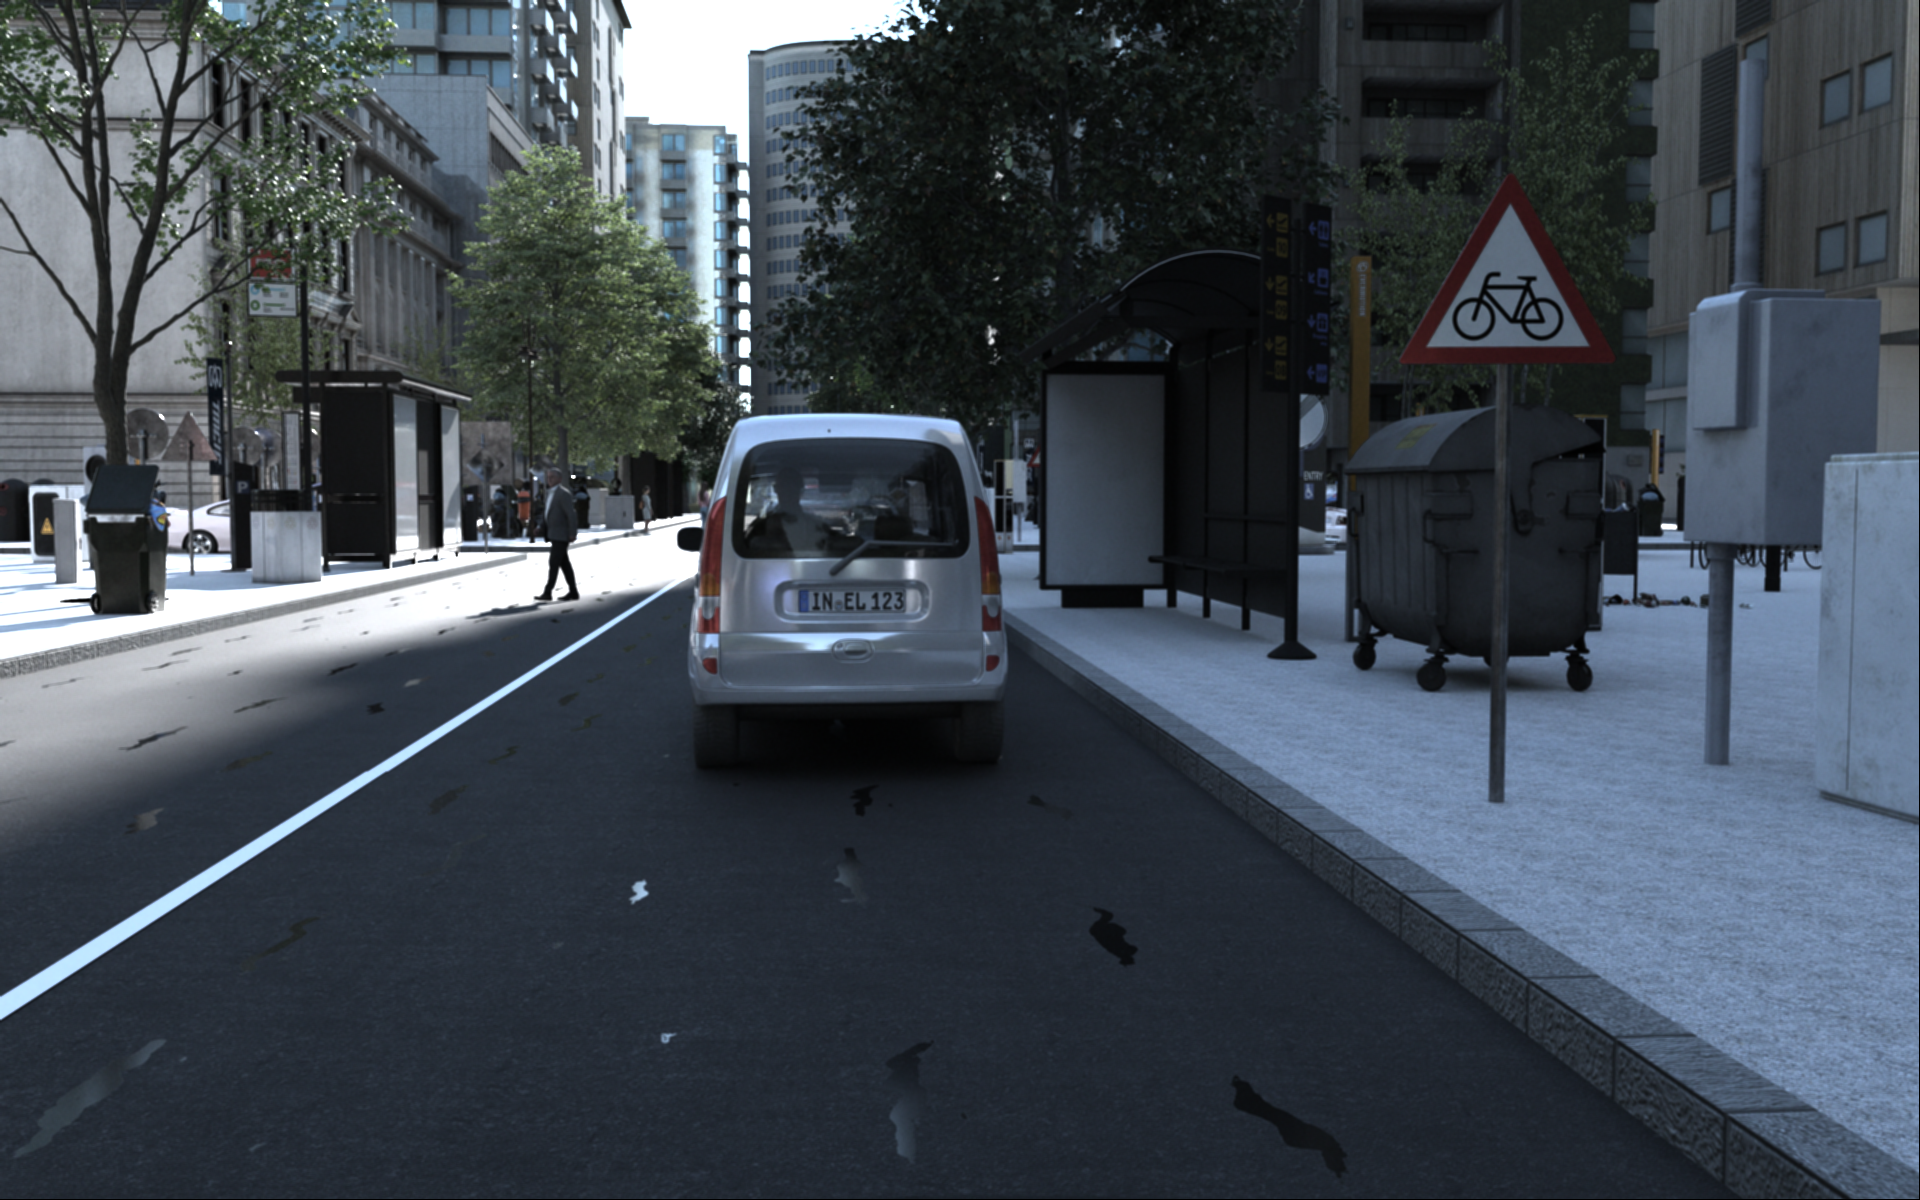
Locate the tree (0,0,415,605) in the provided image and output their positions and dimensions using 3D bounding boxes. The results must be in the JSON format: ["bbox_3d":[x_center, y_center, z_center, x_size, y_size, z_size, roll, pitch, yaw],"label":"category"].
[{"bbox_3d":[-9.900,-5.773,20.139,9.928,11.665,9.643,0,3,0],"label":"tree"}]

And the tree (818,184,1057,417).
[{"bbox_3d":[-0.384,-7.904,54.991,9.928,11.665,9.643,0,3,0],"label":"tree"}]

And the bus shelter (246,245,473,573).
[{"bbox_3d":[-10.634,-3.251,30.792,2.179,5.291,8.768,0,4,-5],"label":"bus shelter"}]

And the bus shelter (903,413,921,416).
[{"bbox_3d":[-2.801,-6.482,83.611,2.179,5.291,8.768,0,4,-5],"label":"bus shelter"}]

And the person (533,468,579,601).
[{"bbox_3d":[-5.449,-0.875,23.197,0.661,1.777,0.834,3,5,40],"label":"person"}]

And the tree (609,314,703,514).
[{"bbox_3d":[-17.691,-11.835,110.512,9.611,12.733,9.660,0,3,0],"label":"tree"}]

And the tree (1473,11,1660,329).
[{"bbox_3d":[8.997,-4.706,27.307,4.737,8.622,4.395,0,3,0],"label":"tree"}]

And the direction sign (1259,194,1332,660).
[{"bbox_3d":[2.600,-1.313,13.464,0.876,3.537,0.379,-3,5,-43],"label":"direction sign"}]

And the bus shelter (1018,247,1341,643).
[{"bbox_3d":[1.895,-1.411,17.002,2.014,3.302,5.546,0,4,-5],"label":"bus shelter"}]

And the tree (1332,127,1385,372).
[{"bbox_3d":[8.903,-5.059,33.085,4.737,8.622,4.395,0,3,0],"label":"tree"}]

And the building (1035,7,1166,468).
[{"bbox_3d":[17.257,-29.738,105.823,23.786,49.044,30.456,0,4,-5],"label":"building"}]

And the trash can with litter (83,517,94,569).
[{"bbox_3d":[-14.383,-1.112,29.571,1.055,1.170,0.624,1,4,9],"label":"trash can with litter"}]

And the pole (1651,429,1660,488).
[{"bbox_3d":[21.908,-3.716,54.601,0.158,3.312,0.155,0,3,0],"label":"pole"}]

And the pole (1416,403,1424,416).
[{"bbox_3d":[10.297,-2.752,38.842,0.158,3.312,0.155,0,3,0],"label":"pole"}]

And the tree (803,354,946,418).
[{"bbox_3d":[-4.591,-11.619,96.627,9.857,13.997,8.962,0,3,0],"label":"tree"}]

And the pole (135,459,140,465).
[{"bbox_3d":[-24.306,-3.514,51.305,0.158,3.312,0.155,0,3,0],"label":"pole"}]

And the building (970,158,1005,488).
[{"bbox_3d":[12.228,-51.536,155.285,22.319,86.520,31.000,0,4,-5],"label":"building"}]

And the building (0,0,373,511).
[{"bbox_3d":[-29.145,-12.148,63.248,10.561,19.102,19.286,0,4,-5],"label":"building"}]

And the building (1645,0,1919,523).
[{"bbox_3d":[43.944,-29.565,72.623,27.495,52.752,28.713,0,4,-5],"label":"building"}]

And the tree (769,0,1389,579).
[{"bbox_3d":[1.531,-6.660,25.896,9.611,12.733,9.660,0,3,0],"label":"tree"}]

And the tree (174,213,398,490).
[{"bbox_3d":[-18.085,-5.810,45.357,4.737,8.622,4.395,0,3,0],"label":"tree"}]

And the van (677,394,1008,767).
[{"bbox_3d":[-0.739,-0.216,10.536,2.013,2.044,4.112,0,4,-6],"label":"van"}]

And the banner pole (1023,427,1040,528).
[{"bbox_3d":[2.739,-4.586,64.996,0.863,3.779,0.401,2,4,24],"label":"banner pole"}]

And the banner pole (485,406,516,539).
[{"bbox_3d":[-13.101,-3.625,49.283,0.863,3.779,0.401,0,4,8],"label":"banner pole"}]

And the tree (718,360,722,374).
[{"bbox_3d":[-13.512,-9.414,72.039,7.486,12.596,7.792,0,3,0],"label":"tree"}]

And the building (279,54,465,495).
[{"bbox_3d":[-33.527,-14.911,85.592,13.314,21.916,24.055,0,4,-5],"label":"building"}]

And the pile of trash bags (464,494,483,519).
[{"bbox_3d":[-25.042,-4.824,88.632,1.912,1.369,3.447,0,4,-8],"label":"pile of trash bags"}]

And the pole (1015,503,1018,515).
[{"bbox_3d":[3.467,-6.888,106.463,0.158,3.312,0.155,0,3,0],"label":"pole"}]

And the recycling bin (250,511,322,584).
[{"bbox_3d":[-9.780,-0.770,25.150,0.722,1.027,0.722,2,4,35],"label":"recycling bin"}]

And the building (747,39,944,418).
[{"bbox_3d":[-12.924,-41.673,223.347,28.212,58.520,21.231,0,4,-5],"label":"building"}]

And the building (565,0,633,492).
[{"bbox_3d":[-46.631,-35.316,166.657,27.495,52.752,28.713,0,4,-5],"label":"building"}]

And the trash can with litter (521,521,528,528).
[{"bbox_3d":[-16.600,-3.273,64.906,1.055,1.170,0.624,1,4,13],"label":"trash can with litter"}]

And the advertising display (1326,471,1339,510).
[{"bbox_3d":[10.091,-2.641,48.387,0.974,1.923,0.123,2,4,24],"label":"advertising display"}]

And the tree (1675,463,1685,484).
[{"bbox_3d":[26.094,-4.043,60.706,1.663,3.219,1.824,0,3,0],"label":"tree"}]

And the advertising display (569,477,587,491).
[{"bbox_3d":[-14.463,-3.648,64.866,0.974,1.923,0.123,-2,4,-32],"label":"advertising display"}]

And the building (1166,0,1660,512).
[{"bbox_3d":[15.818,-17.877,63.984,14.107,30.474,14.160,0,4,-5],"label":"building"}]

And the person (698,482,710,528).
[{"bbox_3d":[-8.163,-2.883,55.649,0.555,1.821,0.388,2,4,26],"label":"person"}]

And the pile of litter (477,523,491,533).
[{"bbox_3d":[-15.743,-2.698,58.075,1.176,0.858,1.719,2,4,24],"label":"pile of litter"}]

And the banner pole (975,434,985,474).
[{"bbox_3d":[0.692,-4.361,61.327,0.401,3.779,0.863,2,4,28],"label":"banner pole"}]

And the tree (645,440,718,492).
[{"bbox_3d":[-16.968,-7.138,100.420,4.285,4.588,4.351,0,3,0],"label":"tree"}]

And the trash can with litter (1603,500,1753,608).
[{"bbox_3d":[7.899,-0.543,19.944,2.233,1.210,1.678,3,4,38],"label":"trash can with litter"}]

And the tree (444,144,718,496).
[{"bbox_3d":[-13.522,-8.504,57.163,7.486,12.596,7.792,0,3,0],"label":"tree"}]

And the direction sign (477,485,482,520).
[{"bbox_3d":[-23.509,-5.651,84.396,0.379,3.537,0.876,3,4,39],"label":"direction sign"}]

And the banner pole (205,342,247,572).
[{"bbox_3d":[-12.051,-2.342,28.312,0.401,3.779,0.863,0,4,8],"label":"banner pole"}]

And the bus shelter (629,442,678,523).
[{"bbox_3d":[-14.486,-5.499,81.199,1.731,3.624,6.357,0,4,-5],"label":"bus shelter"}]

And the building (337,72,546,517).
[{"bbox_3d":[-33.464,-17.707,107.536,12.078,24.808,19.932,0,4,-5],"label":"building"}]

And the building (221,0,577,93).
[{"bbox_3d":[-41.377,-31.326,131.792,23.786,49.044,30.456,0,4,-5],"label":"building"}]

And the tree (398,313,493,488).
[{"bbox_3d":[-21.360,-7.397,71.301,4.737,8.622,4.395,0,3,0],"label":"tree"}]

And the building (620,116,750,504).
[{"bbox_3d":[-42.283,-36.837,221.898,30.456,49.044,23.786,0,4,-5],"label":"building"}]

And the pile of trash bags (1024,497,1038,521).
[{"bbox_3d":[4.508,-4.357,80.987,1.912,1.369,3.447,-2,4,-30],"label":"pile of trash bags"}]

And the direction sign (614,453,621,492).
[{"bbox_3d":[-18.778,-6.305,95.079,0.379,3.537,0.876,-2,4,-33],"label":"direction sign"}]

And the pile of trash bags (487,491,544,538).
[{"bbox_3d":[-13.191,-2.597,52.218,1.912,1.369,3.447,-1,4,-13],"label":"pile of trash bags"}]

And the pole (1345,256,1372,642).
[{"bbox_3d":[3.445,-1.293,14.976,0.158,3.312,0.155,0,3,0],"label":"pole"}]

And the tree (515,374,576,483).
[{"bbox_3d":[-23.712,-9.189,100.597,4.360,8.622,3.978,0,3,0],"label":"tree"}]

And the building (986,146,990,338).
[{"bbox_3d":[5.581,-30.281,178.696,14.154,41.232,14.086,0,4,-5],"label":"building"}]

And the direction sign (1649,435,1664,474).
[{"bbox_3d":[26.645,-4.563,66.602,0.876,3.537,0.379,-1,4,-12],"label":"direction sign"}]

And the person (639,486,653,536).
[{"bbox_3d":[-10.806,-3.071,59.708,0.522,1.701,0.512,-2,4,-35],"label":"person"}]

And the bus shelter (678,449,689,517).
[{"bbox_3d":[-15.704,-6.244,93.370,1.731,3.624,6.357,0,4,-5],"label":"bus shelter"}]
